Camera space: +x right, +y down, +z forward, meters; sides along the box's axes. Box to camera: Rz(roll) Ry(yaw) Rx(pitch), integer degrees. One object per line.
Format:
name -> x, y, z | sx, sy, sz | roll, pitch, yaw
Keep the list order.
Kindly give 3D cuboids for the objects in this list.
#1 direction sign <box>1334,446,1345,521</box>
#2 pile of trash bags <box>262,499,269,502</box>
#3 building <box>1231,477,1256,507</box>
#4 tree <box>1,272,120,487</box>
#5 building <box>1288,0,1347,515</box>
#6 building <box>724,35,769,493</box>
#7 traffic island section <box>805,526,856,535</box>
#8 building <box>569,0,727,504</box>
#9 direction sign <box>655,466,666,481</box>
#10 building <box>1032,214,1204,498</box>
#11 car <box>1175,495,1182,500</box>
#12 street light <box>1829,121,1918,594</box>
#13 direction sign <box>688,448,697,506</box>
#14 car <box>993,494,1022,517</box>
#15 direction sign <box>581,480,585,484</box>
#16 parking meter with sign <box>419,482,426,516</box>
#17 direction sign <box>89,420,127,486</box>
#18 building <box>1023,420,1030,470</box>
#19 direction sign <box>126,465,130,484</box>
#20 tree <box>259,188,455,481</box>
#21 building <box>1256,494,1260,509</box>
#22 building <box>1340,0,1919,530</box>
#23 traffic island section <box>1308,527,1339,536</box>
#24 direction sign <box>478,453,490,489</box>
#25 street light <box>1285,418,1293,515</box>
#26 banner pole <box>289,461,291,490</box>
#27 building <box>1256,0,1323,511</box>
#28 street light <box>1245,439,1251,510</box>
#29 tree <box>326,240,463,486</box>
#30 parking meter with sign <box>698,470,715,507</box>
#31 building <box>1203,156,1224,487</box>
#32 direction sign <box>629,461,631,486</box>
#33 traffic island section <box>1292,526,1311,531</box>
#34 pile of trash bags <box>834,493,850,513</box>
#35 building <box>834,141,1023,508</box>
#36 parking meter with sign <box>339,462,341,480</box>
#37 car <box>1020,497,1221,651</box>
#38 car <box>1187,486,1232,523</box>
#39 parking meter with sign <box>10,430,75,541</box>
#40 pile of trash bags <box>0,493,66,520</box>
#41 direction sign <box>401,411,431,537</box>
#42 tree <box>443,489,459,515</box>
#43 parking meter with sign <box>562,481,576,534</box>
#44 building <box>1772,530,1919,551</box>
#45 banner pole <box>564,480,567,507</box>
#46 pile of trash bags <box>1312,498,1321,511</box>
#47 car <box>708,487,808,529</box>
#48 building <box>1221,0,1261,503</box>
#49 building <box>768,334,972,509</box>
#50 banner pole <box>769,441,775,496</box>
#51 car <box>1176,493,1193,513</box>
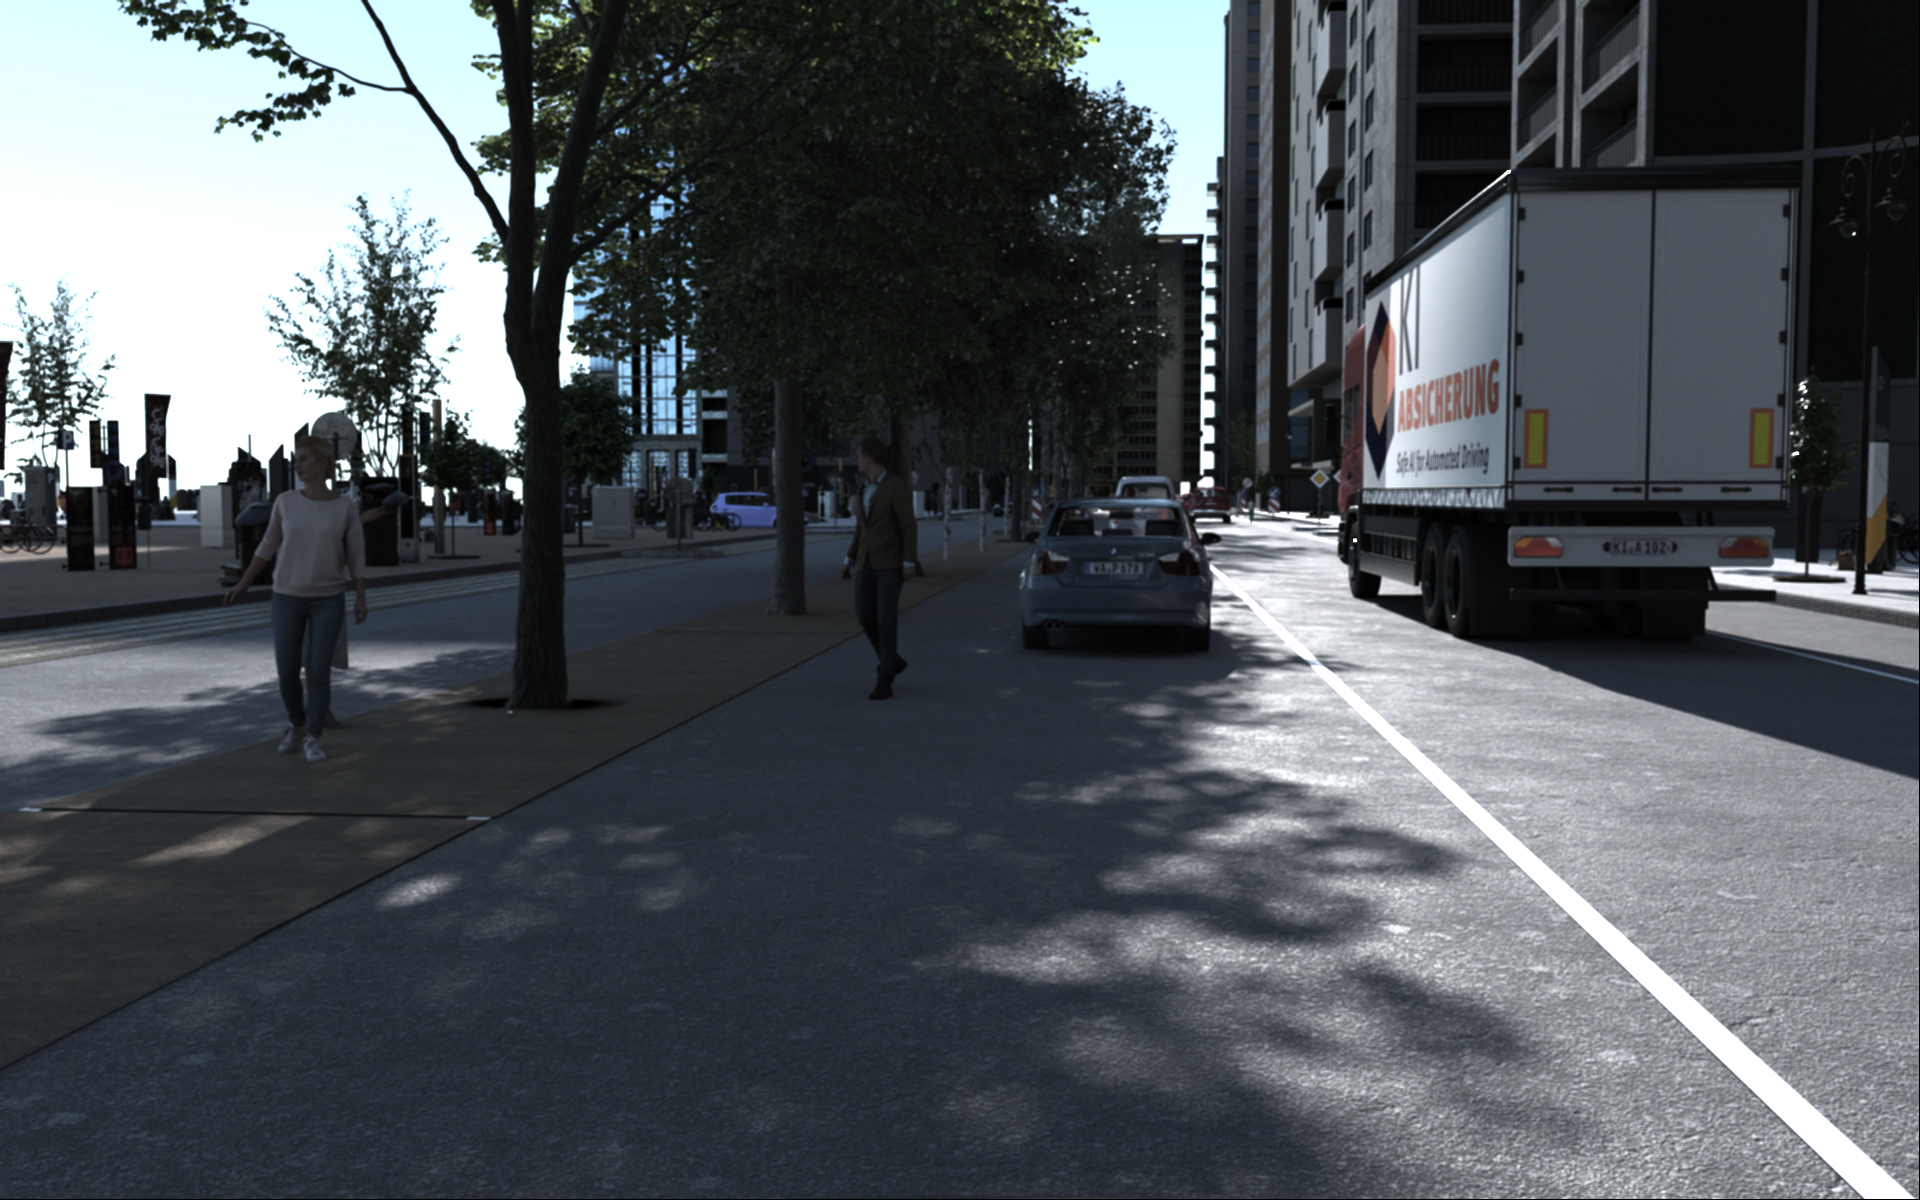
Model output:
direction sign -> 18.129, -5.501, 81.943 | 0.876, 3.537, 0.379 | -1, 4, -10
pile of trash bags -> -55.395, -7.709, 135.799 | 1.912, 1.369, 3.447 | 0, 4, -1
building -> 44.194, -29.550, 175.022 | 32.217, 40.220, 23.993 | 0, 4, 6
tree -> -30.489, -6.587, 58.067 | 4.737, 8.622, 4.395 | 0, 3, 0
building -> 34.711, -31.518, 104.559 | 28.713, 52.752, 27.495 | 0, 4, 6
building -> -8.666, -43.821, 154.721 | 20.563, 71.187, 20.611 | 0, 4, 6
traffic island section -> -4.470, -2.422, 61.883 | 2.009, 0.180, 2.903 | 0, 4, 6
building -> -41.418, -56.939, 243.626 | 31.000, 86.520, 22.319 | 0, 4, 6
direction sign -> -23.841, -8.935, 138.077 | 0.876, 3.537, 0.379 | -1, 4, -12
building -> 22.005, -33.717, 243.153 | 23.993, 40.220, 32.217 | 0, 4, 6
car -> 16.428, -7.372, 132.886 | 2.083, 1.381, 4.827 | 0, 4, 7
street light -> 11.534, -3.012, 22.027 | 0.468, 5.910, 1.993 | 0, 4, 6
direction sign -> -13.140, -5.696, 85.121 | 0.379, 3.537, 0.876 | 1, 4, 16
car -> 3.104, -6.020, 108.214 | 2.009, 1.686, 4.222 | 0, 4, 7
direction sign -> -29.154, -8.615, 132.849 | 0.876, 3.537, 0.379 | -3, 5, -40
parking meter with sign -> -31.313, -6.320, 99.598 | 1.738, 3.016, 0.543 | 3, 5, 44
direction sign -> -26.171, -3.734, 53.041 | 0.876, 3.537, 0.379 | 0, 4, -5
building -> 2.152, -35.858, 236.393 | 14.200, 45.320, 14.600 | 0, 4, 6
direction sign -> -65.800, -8.845, 136.618 | 0.379, 3.537, 0.876 | 1, 4, 18
tree -> -14.103, -5.569, 41.421 | 4.737, 8.622, 4.395 | 0, 3, 0
building -> 33.975, -28.949, 156.912 | 14.154, 41.232, 14.086 | 0, 4, 6
building -> 28.671, -38.992, 75.772 | 20.611, 71.187, 20.563 | 0, 4, 6
traffic island section -> 13.332, -2.313, 60.102 | 2.009, 0.180, 2.903 | 0, 4, 6
direction sign -> -26.064, -6.282, 94.706 | 0.876, 3.537, 0.379 | 1, 4, 19
street light -> 19.875, -8.067, 104.686 | 0.468, 5.910, 1.993 | 0, 4, 6
banner pole -> -44.942, -7.681, 115.595 | 0.863, 3.779, 0.401 | 0, 4, 2
building -> 30.589, -29.604, 134.134 | 14.600, 45.320, 14.200 | 0, 4, 6
street light -> 23.545, -10.341, 141.866 | 0.468, 5.910, 1.993 | 0, 4, 6
tree -> -16.689, -6.144, 50.813 | 4.360, 8.622, 3.978 | 0, 3, 0
parking meter with sign -> -18.429, -8.014, 127.290 | 0.543, 3.016, 1.738 | 2, 4, 32
building -> 48.721, -37.727, 236.445 | 30.456, 49.044, 23.786 | 0, 4, 6
direction sign -> -22.333, -7.672, 117.438 | 0.379, 3.537, 0.876 | 0, 4, -5
traffic island section -> 14.127, -2.799, 68.047 | 2.009, 0.180, 2.903 | 0, 4, 6
pile of trash bags -> -8.371, -6.274, 112.327 | 1.912, 1.369, 3.447 | 3, 5, 39
building -> -3.102, -47.149, 209.142 | 20.611, 71.187, 20.563 | 0, 4, 6
parking meter with sign -> -33.337, -6.077, 95.613 | 1.738, 3.016, 0.543 | -1, 4, -14
car -> 1.597, -0.320, 17.235 | 2.014, 1.417, 4.499 | 0, 4, 7
car -> 12.522, -4.783, 86.875 | 2.281, 1.827, 5.304 | 0, 4, 7
parking meter with sign -> -25.128, -3.123, 47.326 | 1.738, 3.016, 0.543 | 1, 4, 10
pile of trash bags -> -46.426, -4.713, 86.804 | 3.447, 1.369, 1.912 | -1, 4, -20
direction sign -> -14.873, -3.392, 47.457 | 0.379, 3.537, 0.876 | 3, 5, 41
tree -> -27.048, -7.016, 98.425 | 4.285, 4.588, 4.351 | 0, 3, 0
parking meter with sign -> -13.158, -3.660, 56.099 | 0.543, 3.016, 1.738 | 2, 4, 25
building -> 24.594, -36.993, 43.091 | 20.563, 71.187, 20.611 | 0, 4, 6
banner pole -> -32.474, -9.258, 141.382 | 0.401, 3.779, 0.863 | 3, 5, 41
pile of trash bags -> 27.000, -7.076, 125.447 | 1.912, 1.369, 3.447 | -1, 4, -21
car -> -7.526, -3.370, 64.695 | 3.694, 1.707, 1.945 | 0, 4, 6
building -> 41.109, -40.317, 201.188 | 21.231, 58.520, 28.212 | 0, 4, 6
building -> -7.017, -45.075, 175.231 | 20.563, 71.187, 20.611 | 0, 4, 6
banner pole -> -8.865, -5.639, 82.217 | 0.401, 3.779, 0.863 | -3, 5, -44
car -> 14.622, -6.115, 109.021 | 2.155, 1.783, 4.494 | 0, 4, 6
